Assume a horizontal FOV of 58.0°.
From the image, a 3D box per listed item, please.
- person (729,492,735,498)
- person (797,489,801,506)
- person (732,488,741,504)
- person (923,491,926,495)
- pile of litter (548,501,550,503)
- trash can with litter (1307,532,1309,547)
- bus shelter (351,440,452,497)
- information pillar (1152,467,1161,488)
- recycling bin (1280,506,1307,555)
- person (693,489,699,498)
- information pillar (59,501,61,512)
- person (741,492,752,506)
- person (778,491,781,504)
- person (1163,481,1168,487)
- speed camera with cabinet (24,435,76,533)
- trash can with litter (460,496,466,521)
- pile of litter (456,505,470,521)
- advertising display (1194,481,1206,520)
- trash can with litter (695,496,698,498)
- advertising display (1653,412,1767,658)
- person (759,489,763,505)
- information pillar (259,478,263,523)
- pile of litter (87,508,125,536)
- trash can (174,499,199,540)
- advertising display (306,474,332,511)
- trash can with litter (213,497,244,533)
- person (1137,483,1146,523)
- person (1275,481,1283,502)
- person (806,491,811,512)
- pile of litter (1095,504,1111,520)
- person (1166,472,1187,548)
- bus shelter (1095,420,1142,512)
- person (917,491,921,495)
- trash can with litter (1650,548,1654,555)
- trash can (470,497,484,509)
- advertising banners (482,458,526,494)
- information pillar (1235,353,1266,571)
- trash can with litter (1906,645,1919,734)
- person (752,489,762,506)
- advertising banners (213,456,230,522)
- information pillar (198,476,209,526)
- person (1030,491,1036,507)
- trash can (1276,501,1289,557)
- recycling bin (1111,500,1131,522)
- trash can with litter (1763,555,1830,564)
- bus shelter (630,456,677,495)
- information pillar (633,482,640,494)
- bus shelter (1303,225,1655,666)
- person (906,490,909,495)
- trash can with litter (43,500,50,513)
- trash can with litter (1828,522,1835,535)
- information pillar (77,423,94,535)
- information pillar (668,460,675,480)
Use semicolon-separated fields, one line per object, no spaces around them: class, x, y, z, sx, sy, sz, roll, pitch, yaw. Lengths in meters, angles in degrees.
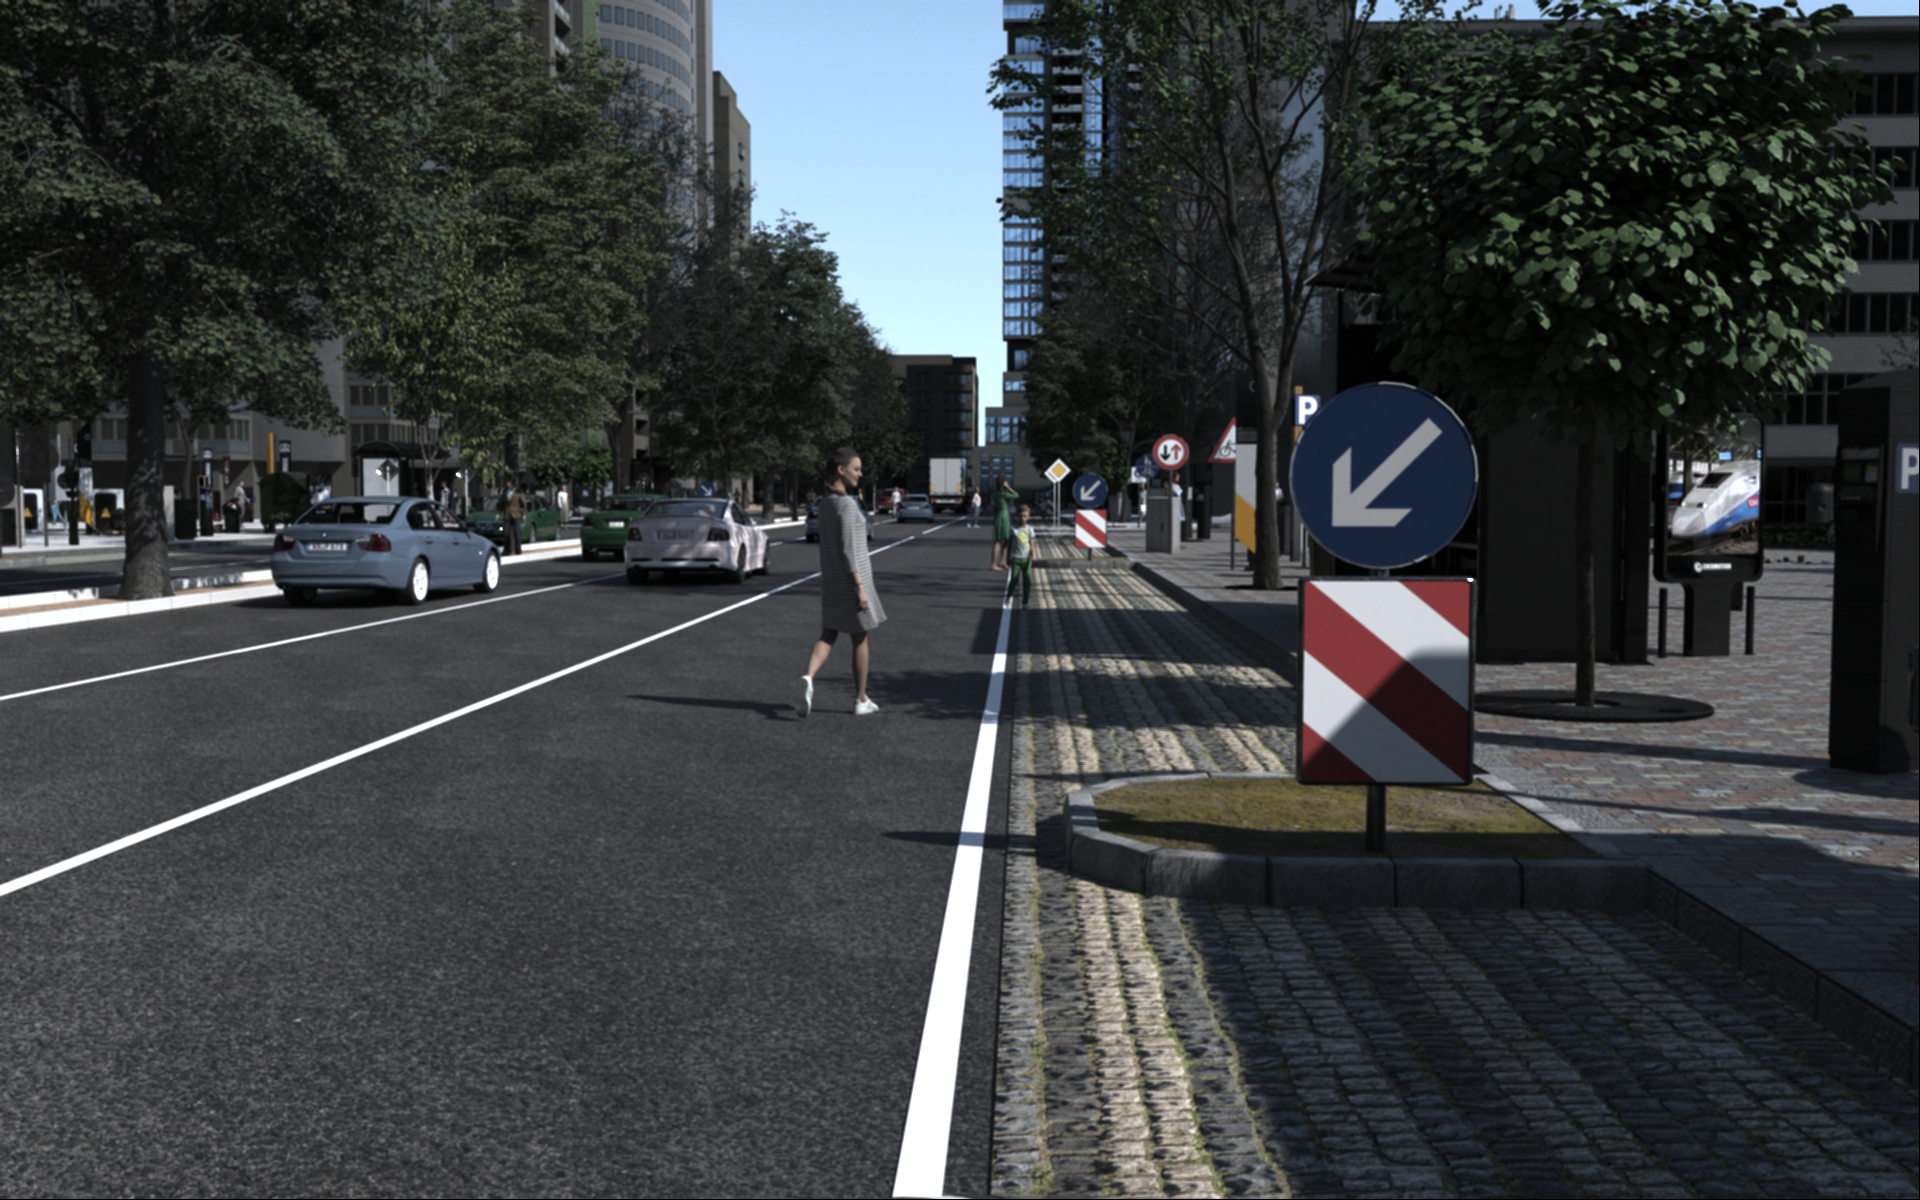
person;-18.965;-8.240;141.451;1.217;1.739;0.721;1;4;12
person;-17.704;-11.233;189.717;0.705;1.822;1.348;1;4;18
person;-18.983;-8.628;147.199;0.705;1.812;1.348;-3;5;-43
person;-3.510;-9.627;166.712;0.445;1.727;0.742;-2;4;-33
pile of litter;-27.147;-6.190;115.177;1.176;0.858;1.719;2;4;31
trash can with litter;8.581;-1.868;41.925;1.055;1.170;0.624;0;4;7
bus shelter;-21.728;-4.511;67.674;2.014;3.302;5.546;0;4;2
information pillar;10.661;-6.279;94.018;0.504;3.616;0.183;-1;4;-17
recycling bin;6.892;-1.476;36.692;0.722;1.027;0.722;2;4;35
person;-21.958;-8.380;143.841;0.721;1.735;1.217;-2;4;-30
information pillar;-44.266;-4.918;84.896;0.304;2.012;0.304;-3;4;-37
person;-19.127;-9.073;155.112;1.217;1.735;0.721;2;4;24
person;-22.493;-12.819;216.458;0.721;1.723;1.217;0;4;1
person;8.800;-4.119;73.361;0.822;1.834;0.622;0;4;5
speed camera with cabinet;-30.274;-3.835;57.031;0.660;3.252;2.038;3;5;40
trash can with litter;-21.432;-3.906;74.914;1.678;1.210;2.233;-2;4;-28
pile of litter;-23.588;-4.183;82.362;1.719;0.858;1.176;0;4;-3
advertising display;12.268;-5.002;86.991;0.974;1.923;0.123;1;4;19
trash can with litter;-20.357;-7.366;131.820;0.624;1.170;1.055;3;5;39
advertising display;5.909;-0.516;13.656;0.974;1.923;0.123;-1;4;-18
person;-22.568;-11.662;196.733;1.348;1.823;0.705;3;4;38
information pillar;-31.076;-4.458;77.383;0.304;2.012;0.304;2;4;24
pile of litter;-26.065;-2.426;53.631;1.719;0.858;1.176;0;4;-3
trash can;-21.707;-2.254;48.509;0.748;1.137;0.748;0;3;0
advertising display;-20.527;-3.077;55.519;0.123;1.923;0.974;2;4;25
trash can with litter;-24.064;-2.768;56.642;1.055;1.170;0.624;0;4;3
person;8.145;-4.304;76.768;0.624;1.780;0.694;0;4;-6
person;12.674;-3.851;69.213;0.606;1.804;0.583;-1;4;-16
person;-12.299;-8.010;140.927;0.415;1.643;0.593;1;4;19
pile of litter;6.830;-4.364;85.320;1.719;0.858;1.176;1;4;19
person;5.009;-2.126;40.895;0.778;1.811;0.616;3;5;42
bus shelter;8.351;-7.011;92.256;2.179;5.291;8.768;0;4;2
person;-4.264;-10.291;177.470;1.217;1.735;0.721;1;4;11
trash can with litter;15.248;-1.594;37.113;1.678;1.210;2.233;3;4;36
trash can;-24.328;-4.628;87.317;0.748;1.137;0.748;0;3;0
advertising banners;-22.072;-5.358;83.795;2.074;3.025;0.090;-1;4;-23
information pillar;4.828;-2.288;28.757;0.504;3.616;0.183;0;4;7
trash can with litter;3.056;0.417;4.577;0.624;1.170;1.055;-1;4;-14
person;-21.780;-11.043;186.557;1.348;1.831;0.705;0;4;4
advertising banners;-34.757;-5.183;80.936;2.074;3.025;0.090;2;4;29
information pillar;-30.545;-4.005;69.967;0.304;2.012;0.304;0;4;7
person;7.759;-10.720;184.449;0.721;1.739;1.217;-2;4;-27
trash can;6.366;-1.463;35.569;0.748;1.137;0.748;0;3;0
recycling bin;7.434;-4.125;79.994;0.722;1.027;0.722;-2;4;-27
trash can with litter;15.046;-1.309;32.460;2.233;1.210;1.678;2;4;35
bus shelter;-19.548;-7.299;110.616;1.731;3.624;6.357;0;4;2
information pillar;-19.027;-5.965;102.017;0.304;2.012;0.304;2;4;30
bus shelter;4.528;-1.514;16.032;1.731;3.624;6.357;0;4;2
person;-4.796;-8.872;154.080;0.617;1.759;0.750;-2;4;-25
trash can with litter;-43.522;-4.367;82.794;1.055;1.170;0.624;0;4;5
trash can with litter;11.054;-0.584;20.943;1.055;1.170;0.624;-2;4;-33
information pillar;-27.388;-3.846;54.244;0.183;3.616;0.504;1;4;20
information pillar;-19.199;-7.579;115.263;0.504;3.616;0.183;-3;5;-42
